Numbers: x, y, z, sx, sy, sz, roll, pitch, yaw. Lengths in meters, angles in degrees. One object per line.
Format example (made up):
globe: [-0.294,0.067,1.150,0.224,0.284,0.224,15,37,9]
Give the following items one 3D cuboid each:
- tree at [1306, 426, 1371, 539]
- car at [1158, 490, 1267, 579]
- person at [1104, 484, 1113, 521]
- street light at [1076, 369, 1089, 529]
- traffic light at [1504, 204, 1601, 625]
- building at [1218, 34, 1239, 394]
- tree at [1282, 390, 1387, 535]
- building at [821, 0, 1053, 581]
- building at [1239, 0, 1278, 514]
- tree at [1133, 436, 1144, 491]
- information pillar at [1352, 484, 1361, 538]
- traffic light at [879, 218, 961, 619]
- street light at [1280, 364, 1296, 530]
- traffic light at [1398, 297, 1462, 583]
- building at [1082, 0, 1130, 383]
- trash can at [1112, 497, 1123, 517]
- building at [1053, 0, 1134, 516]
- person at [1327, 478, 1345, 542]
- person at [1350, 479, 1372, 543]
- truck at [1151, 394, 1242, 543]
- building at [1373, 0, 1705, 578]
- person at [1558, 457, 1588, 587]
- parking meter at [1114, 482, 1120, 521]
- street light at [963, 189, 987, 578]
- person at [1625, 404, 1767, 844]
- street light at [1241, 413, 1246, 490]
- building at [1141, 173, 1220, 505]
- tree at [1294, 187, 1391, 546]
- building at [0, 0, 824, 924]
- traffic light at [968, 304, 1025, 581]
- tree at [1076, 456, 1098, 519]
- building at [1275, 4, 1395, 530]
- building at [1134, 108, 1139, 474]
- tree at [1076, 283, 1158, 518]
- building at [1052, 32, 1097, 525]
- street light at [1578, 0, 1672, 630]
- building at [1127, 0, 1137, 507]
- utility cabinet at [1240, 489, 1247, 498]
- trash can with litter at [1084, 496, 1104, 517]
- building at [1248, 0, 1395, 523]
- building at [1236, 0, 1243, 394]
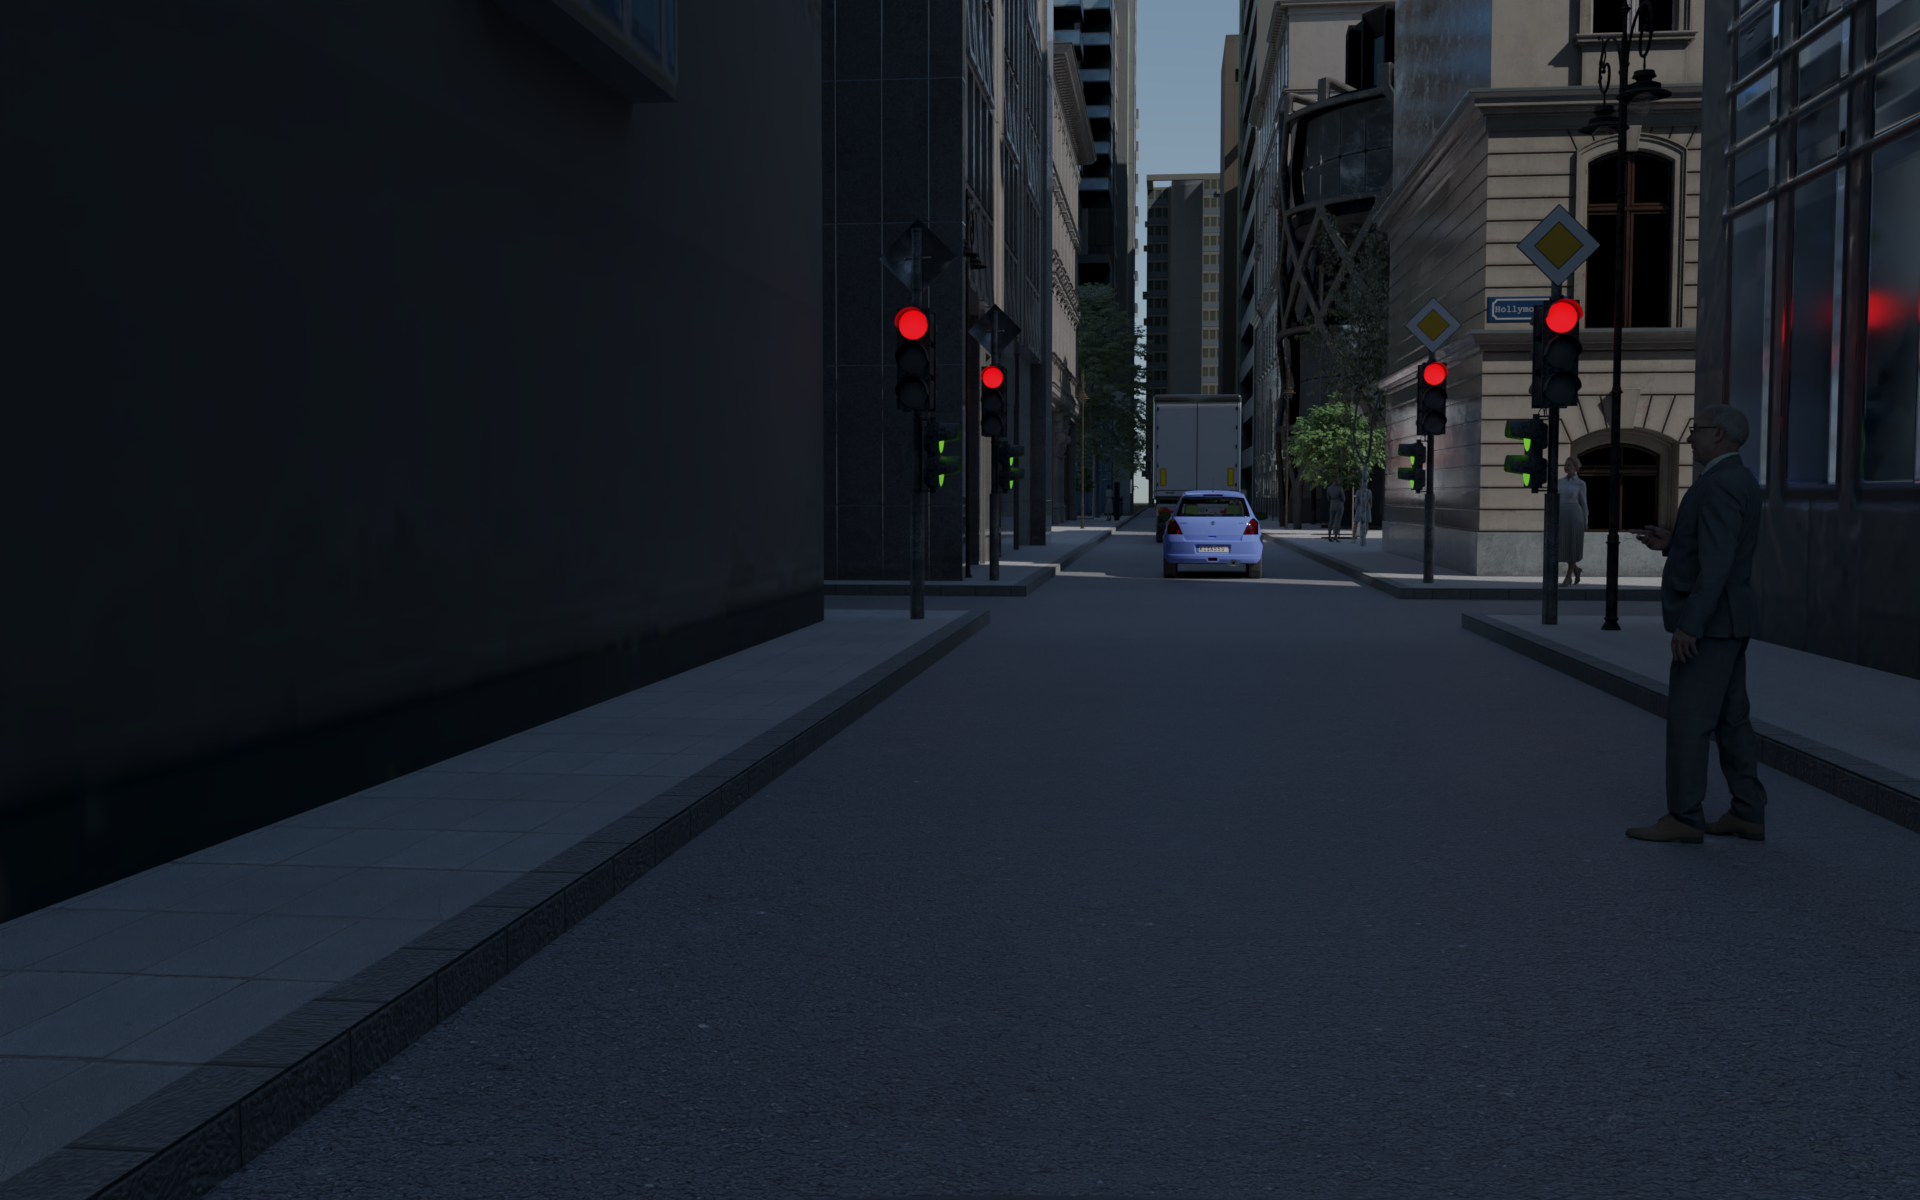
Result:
tree: [11.000,-3.363,49.586,1.663,3.219,1.824,0,3,0]
car: [4.473,-1.291,30.702,1.945,1.707,3.694,0,4,8]
person: [7.065,-4.665,82.880,0.480,1.755,0.524,-3,5,-41]
street light: [4.526,-5.574,63.916,0.468,5.910,1.993,0,4,7]
traffic light: [5.797,-1.715,16.968,0.839,4.253,0.868,0,4,7]
building: [32.034,-31.562,166.146,14.600,45.320,14.200,0,4,7]
tree: [11.703,-4.320,54.348,4.285,4.588,4.351,0,3,0]
building: [-4.749,-13.291,35.338,12.078,24.808,19.932,0,4,7]
building: [28.978,-29.698,109.269,21.300,48.544,21.600,0,4,7]
tree: [13.930,-12.246,150.584,4.737,8.622,4.395,0,3,0]
information pillar: [11.780,-2.854,51.157,0.304,2.012,0.304,2,4,29]
traffic light: [-0.422,-1.760,17.693,0.839,4.253,0.868,0,4,7]
street light: [11.631,-5.431,61.581,0.468,5.910,1.993,0,4,7]
traffic light: [6.745,-2.200,24.897,0.839,4.253,0.868,0,4,7]
building: [6.336,-27.884,139.503,14.154,41.232,14.086,0,4,7]
trash can: [8.844,-5.240,97.322,0.748,1.137,0.748,0,3,0]
building: [0.764,-49.141,116.124,22.319,86.520,31.000,0,4,7]
person: [10.036,-2.434,46.113,0.520,1.790,0.573,2,4,28]
person: [10.475,-2.325,45.059,0.512,1.701,0.522,-1,4,-10]
truck: [7.355,-4.002,54.339,2.839,4.237,11.283,0,4,7]
building: [25.456,-12.857,29.302,34.723,24.649,14.460,0,4,7]
person: [8.492,-1.089,24.074,0.641,1.798,0.478,-2,4,-35]
parking meter: [7.590,-4.773,83.757,0.255,1.863,0.399,1,4,11]
street light: [0.103,-3.278,26.382,0.468,5.910,1.993,0,4,7]
person: [3.060,0.088,7.234,0.590,1.801,0.661,2,4,33]
street light: [16.123,-7.726,99.107,0.468,5.910,1.993,0,4,7]
building: [33.004,-30.969,198.224,23.993,40.220,32.217,0,4,7]
tree: [10.104,-5.645,42.651,4.360,8.622,3.978,0,3,0]
building: [-13.066,-23.429,6.765,21.600,48.544,21.300,0,4,7]
traffic light: [0.526,-2.245,25.622,0.839,4.253,0.868,0,4,7]
tree: [6.396,-5.710,87.962,1.663,3.219,1.824,0,3,0]
building: [20.462,-12.108,65.424,16.820,18.784,16.811,0,4,7]
building: [4.790,-35.197,195.086,30.456,49.044,23.786,0,4,7]
tree: [6.936,-10.734,93.626,7.486,12.596,7.792,0,3,0]
building: [-0.956,-13.129,65.570,10.553,20.767,40.483,0,4,7]
street light: [6.155,-2.655,16.195,0.468,5.910,1.993,0,4,7]
building: [2.701,-38.176,166.180,28.212,58.520,21.231,0,4,7]
utility cabinet: [13.703,-4.591,83.747,0.318,1.500,1.173,0,4,7]
trash can with litter: [7.516,-5.407,99.462,1.678,1.210,2.233,-3,4,-37]
building: [21.135,-17.674,86.231,12.463,27.353,25.104,0,4,7]
building: [27.457,-27.157,127.609,14.154,41.232,14.086,0,4,7]
